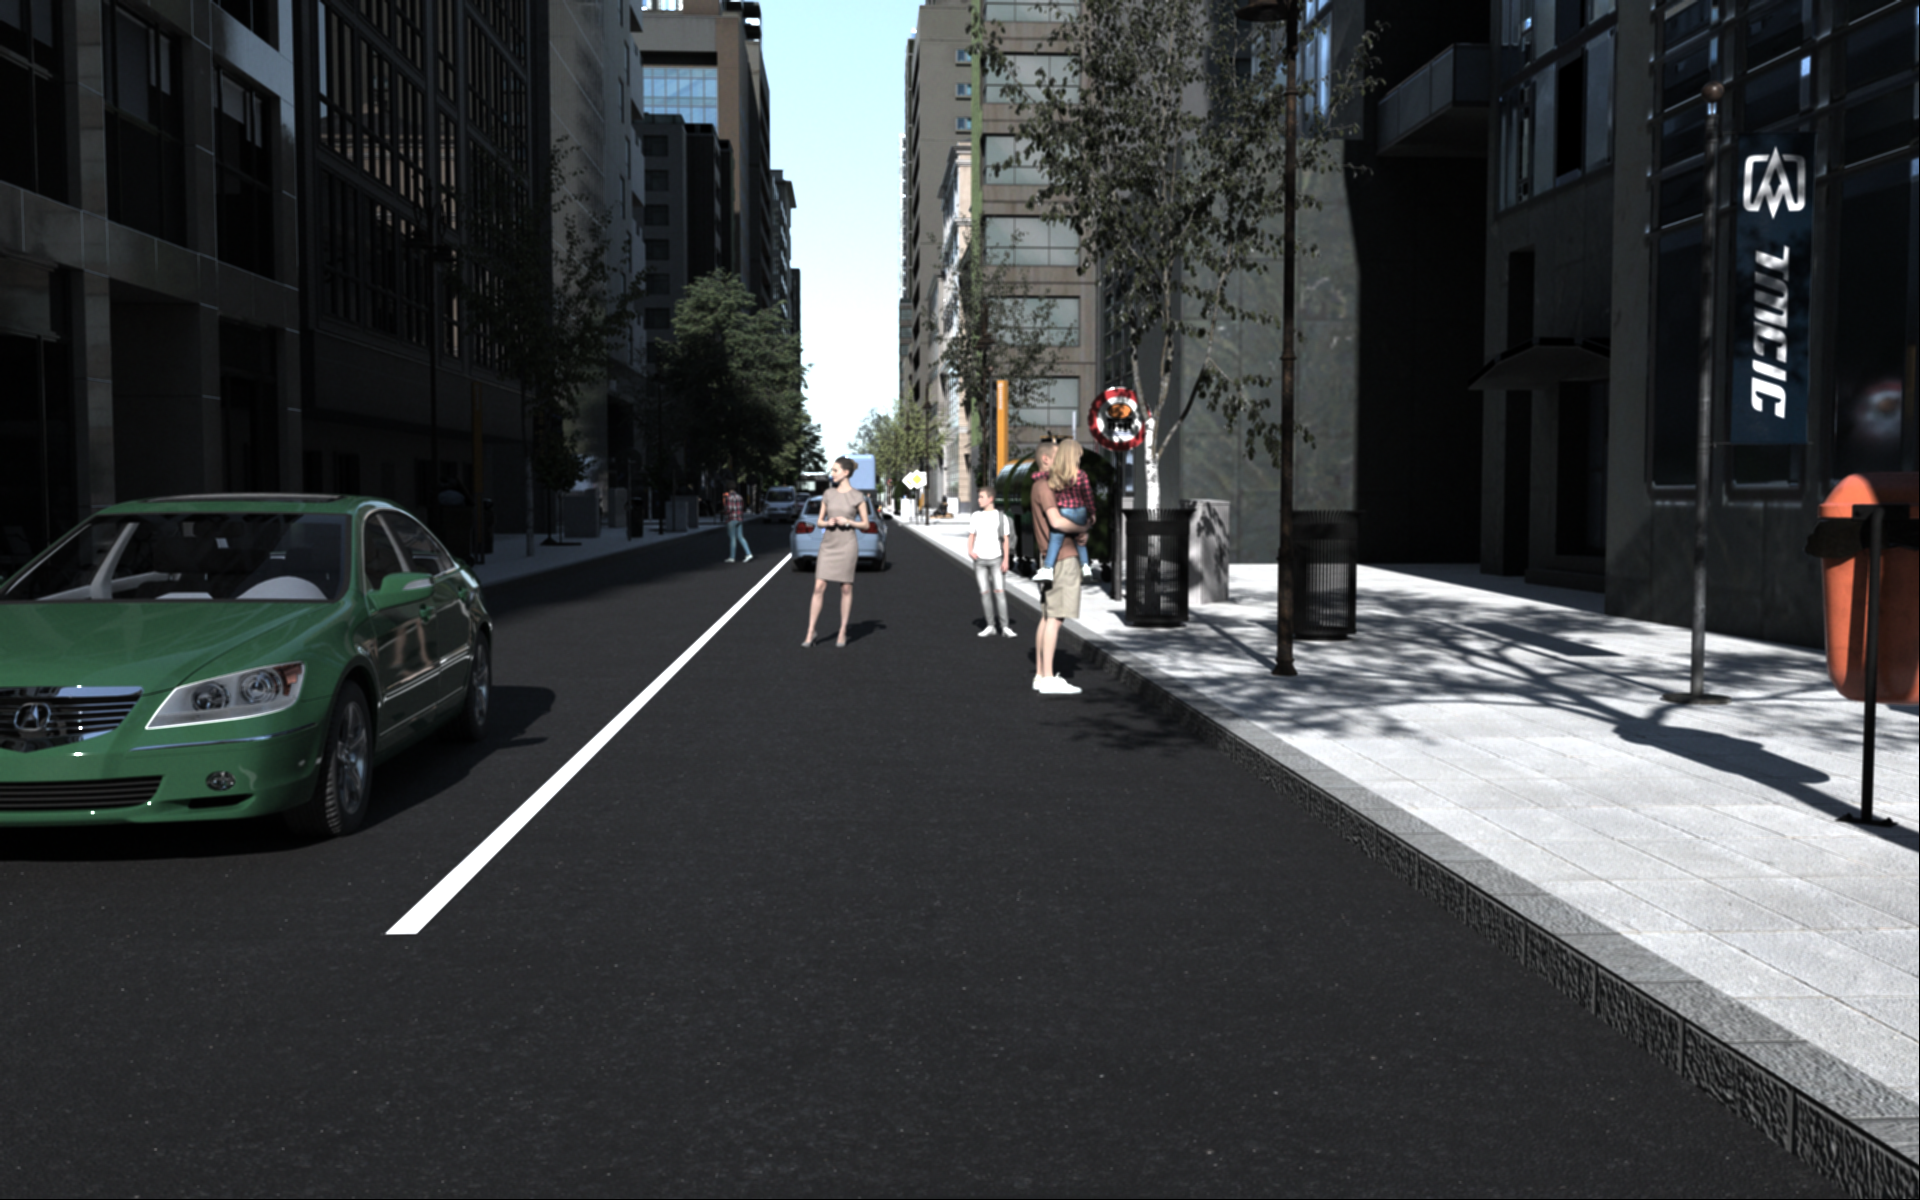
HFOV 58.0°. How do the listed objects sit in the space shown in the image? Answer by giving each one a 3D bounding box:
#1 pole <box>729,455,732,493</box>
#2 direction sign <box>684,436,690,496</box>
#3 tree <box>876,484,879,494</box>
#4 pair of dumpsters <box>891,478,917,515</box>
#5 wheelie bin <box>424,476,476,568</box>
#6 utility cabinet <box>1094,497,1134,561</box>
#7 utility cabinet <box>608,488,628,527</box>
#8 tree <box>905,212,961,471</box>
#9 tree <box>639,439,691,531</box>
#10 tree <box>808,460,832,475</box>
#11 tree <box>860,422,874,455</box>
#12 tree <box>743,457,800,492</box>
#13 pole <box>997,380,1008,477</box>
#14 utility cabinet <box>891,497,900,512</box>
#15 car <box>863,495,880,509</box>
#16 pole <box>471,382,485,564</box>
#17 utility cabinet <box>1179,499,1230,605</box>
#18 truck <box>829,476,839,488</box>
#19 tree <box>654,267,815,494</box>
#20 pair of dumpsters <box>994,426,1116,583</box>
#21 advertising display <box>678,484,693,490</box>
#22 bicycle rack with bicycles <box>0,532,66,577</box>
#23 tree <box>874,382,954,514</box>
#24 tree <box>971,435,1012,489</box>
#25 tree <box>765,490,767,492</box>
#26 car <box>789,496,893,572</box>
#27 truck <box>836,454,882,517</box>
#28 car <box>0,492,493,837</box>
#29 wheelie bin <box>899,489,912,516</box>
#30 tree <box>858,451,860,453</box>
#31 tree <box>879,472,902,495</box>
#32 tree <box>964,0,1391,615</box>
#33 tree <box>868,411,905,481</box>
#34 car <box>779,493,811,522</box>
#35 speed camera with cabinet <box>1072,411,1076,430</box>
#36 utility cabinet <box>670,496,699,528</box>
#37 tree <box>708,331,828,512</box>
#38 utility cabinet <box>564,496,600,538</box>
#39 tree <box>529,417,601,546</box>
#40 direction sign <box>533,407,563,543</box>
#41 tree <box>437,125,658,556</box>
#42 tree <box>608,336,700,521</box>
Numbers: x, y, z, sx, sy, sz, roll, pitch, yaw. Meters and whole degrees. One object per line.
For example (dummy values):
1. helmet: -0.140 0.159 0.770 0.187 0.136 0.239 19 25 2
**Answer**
1. pole: -12.099 -5.969 91.435 0.158 3.312 0.155 0 3 0
2. direction sign: -10.626 -4.620 67.526 0.379 3.537 0.876 -1 4 -23
3. tree: -9.173 -12.340 196.365 1.663 3.219 1.824 0 3 0
4. pair of dumpsters: -3.348 -6.288 105.296 1.574 2.255 4.437 0 4 -4
5. wheelie bin: -8.731 -1.331 29.670 0.693 1.594 0.980 -3 5 -42
6. utility cabinet: 2.979 -1.374 33.635 0.306 1.237 1.020 3 4 37
7. utility cabinet: -13.080 -3.523 66.285 0.318 1.500 1.173 1 4 12
8. tree: 0.875 -5.783 44.910 4.360 8.622 3.978 0 3 0
9. tree: -10.400 -4.028 60.454 1.663 3.219 1.824 0 3 0
10. tree: -25.092 -21.893 308.317 4.737 8.622 4.395 0 3 0
11. tree: -4.376 -11.026 130.637 4.737 8.622 4.395 0 3 0
12. tree: -14.568 -8.895 129.155 4.285 4.588 4.351 0 3 0
13. pole: 0.764 -2.281 31.132 0.158 3.312 0.155 0 3 0
14. utility cabinet: -4.311 -6.763 121.734 1.020 1.237 0.306 1 4 14
15. car: -3.750 -2.830 58.061 2.131 1.459 4.920 0 4 -3
16. pole: -8.797 -2.309 31.588 0.158 3.312 0.155 0 3 0
17. utility cabinet: 2.908 -0.572 20.517 0.306 1.237 1.020 2 4 26
18. truck: -19.835 -17.123 269.718 2.967 4.110 18.799 0 4 -4
19. tree: -12.643 -11.643 97.019 9.857 13.997 8.962 0 3 0
20. pair of dumpsters: 1.482 -1.502 27.057 1.574 2.255 4.437 0 4 -4
21. advertising display: -17.699 -6.519 111.803 0.974 1.923 0.123 1 4 12
22. bicycle rack with bicycles: -7.726 -0.201 16.670 2.925 0.926 2.852 2 4 31
23. tree: -2.613 -9.967 113.328 4.737 8.622 4.395 0 3 0
24. tree: 0.840 -3.485 51.577 1.663 3.219 1.824 0 3 0
25. tree: -14.993 -8.716 137.112 1.663 3.219 1.824 0 3 0
26. car: -2.301 -1.304 33.318 2.014 1.417 4.499 0 4 -2
27. truck: -6.472 -7.437 111.349 2.967 4.110 18.799 0 4 -4
28. car: -3.575 0.191 8.676 2.131 1.459 4.920 0 4 -5
29. wheelie bin: -3.074 -5.538 98.450 0.693 1.594 0.980 -1 4 -19
30. tree: -8.052 -13.925 178.036 4.737 8.622 4.395 0 3 0
31. tree: -5.106 -8.642 135.902 1.663 3.219 1.824 0 3 0
32. tree: 2.029 -4.112 17.593 4.360 8.622 3.978 0 3 0
33. tree: -5.803 -12.215 150.077 4.360 8.622 3.978 0 3 0
34. car: -8.466 -4.972 90.325 2.155 1.783 4.494 0 4 -2
35. speed camera with cabinet: 2.105 -2.862 41.133 2.038 3.252 0.660 -1 4 -14
36. utility cabinet: -10.408 -3.322 65.469 1.020 1.237 0.306 0 4 4
37. tree: -13.958 -12.393 120.758 7.486 12.596 7.792 0 3 0
38. utility cabinet: -11.148 -2.442 51.080 1.020 1.237 0.306 1 4 14
39. tree: -10.133 -2.993 43.532 1.663 3.219 1.824 0 3 0
40. direction sign: -10.778 -3.265 45.381 0.379 3.537 0.876 3 5 44
41. tree: -8.626 -5.204 35.455 4.737 8.622 4.395 0 3 0
42. tree: -14.451 -8.046 81.915 4.360 8.622 3.978 0 3 0
